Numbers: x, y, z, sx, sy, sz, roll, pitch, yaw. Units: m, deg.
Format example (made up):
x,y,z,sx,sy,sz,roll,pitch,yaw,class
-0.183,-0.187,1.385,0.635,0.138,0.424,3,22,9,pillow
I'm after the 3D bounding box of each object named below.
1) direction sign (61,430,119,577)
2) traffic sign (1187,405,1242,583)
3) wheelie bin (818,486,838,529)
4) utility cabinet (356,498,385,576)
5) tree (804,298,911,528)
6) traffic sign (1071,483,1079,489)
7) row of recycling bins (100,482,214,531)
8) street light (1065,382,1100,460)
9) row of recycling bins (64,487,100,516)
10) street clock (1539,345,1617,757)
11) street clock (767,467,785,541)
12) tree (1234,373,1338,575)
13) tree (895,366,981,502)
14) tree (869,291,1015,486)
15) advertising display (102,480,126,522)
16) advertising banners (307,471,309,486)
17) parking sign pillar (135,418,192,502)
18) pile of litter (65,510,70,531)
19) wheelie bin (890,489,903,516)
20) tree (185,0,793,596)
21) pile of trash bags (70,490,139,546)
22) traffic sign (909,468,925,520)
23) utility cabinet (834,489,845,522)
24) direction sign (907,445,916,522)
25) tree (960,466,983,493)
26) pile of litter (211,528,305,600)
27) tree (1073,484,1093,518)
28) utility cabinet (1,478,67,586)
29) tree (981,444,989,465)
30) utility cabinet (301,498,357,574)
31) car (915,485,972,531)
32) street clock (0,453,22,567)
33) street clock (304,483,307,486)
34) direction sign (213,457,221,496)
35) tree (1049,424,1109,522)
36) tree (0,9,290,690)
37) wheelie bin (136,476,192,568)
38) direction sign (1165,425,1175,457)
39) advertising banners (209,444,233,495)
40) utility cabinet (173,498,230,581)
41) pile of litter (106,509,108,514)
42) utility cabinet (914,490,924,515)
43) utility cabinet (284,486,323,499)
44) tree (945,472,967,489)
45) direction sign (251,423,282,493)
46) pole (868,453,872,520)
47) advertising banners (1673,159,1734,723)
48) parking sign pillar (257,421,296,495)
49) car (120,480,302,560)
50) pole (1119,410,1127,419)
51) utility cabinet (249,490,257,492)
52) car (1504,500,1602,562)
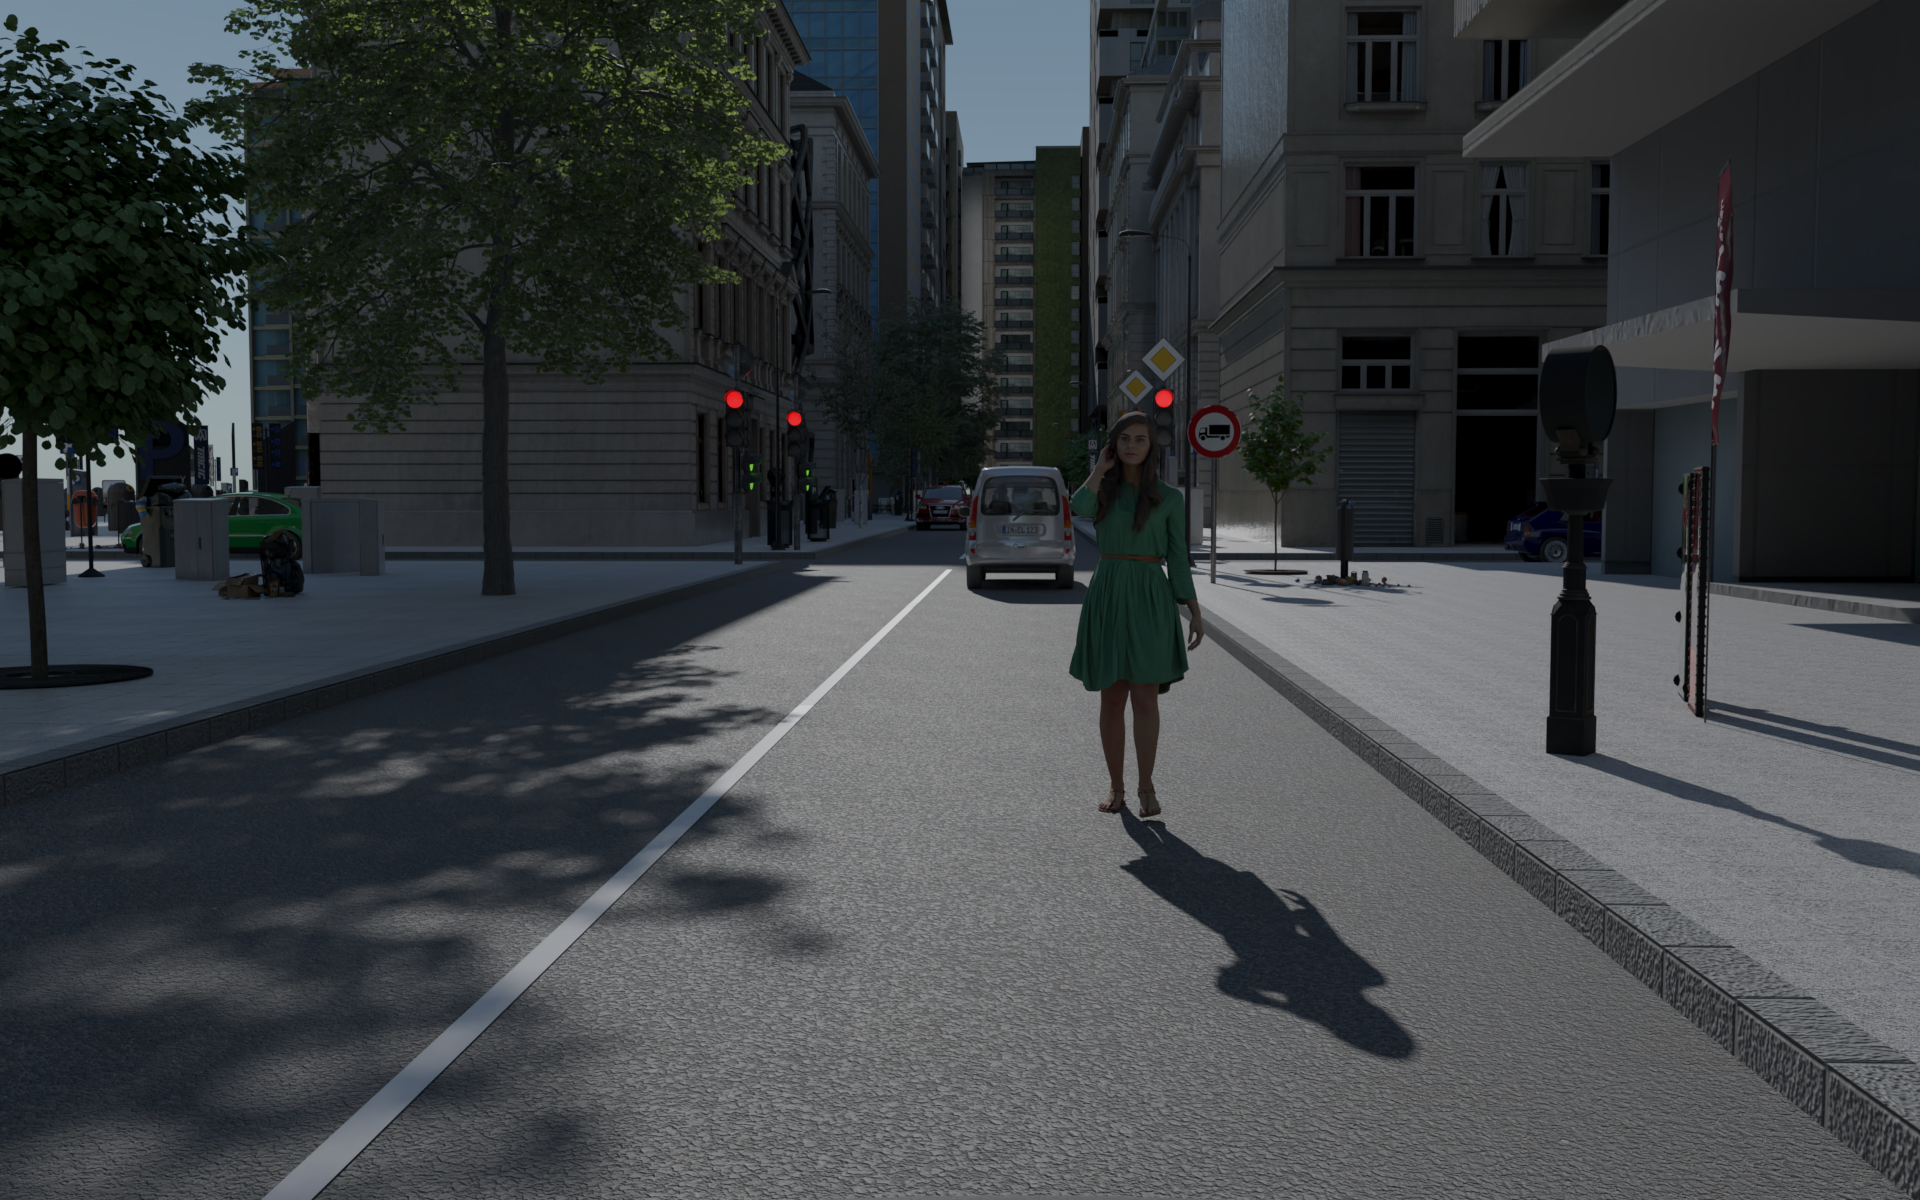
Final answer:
x,y,z,sx,sy,sz,roll,pitch,yaw,class
-13.445,-2.123,26.705,0.876,3.537,0.379,-1,4,-21,direction sign
3.642,-1.513,24.839,0.768,2.556,0.104,0,4,7,traffic sign
-4.923,-3.468,64.607,0.693,1.594,0.980,-1,4,-20,wheelie bin
-9.357,-1.005,27.598,0.306,1.237,1.020,-1,4,-13,utility cabinet
-3.710,-6.975,64.403,4.360,8.622,3.978,0,3,0,tree
6.837,-6.131,100.247,0.884,2.594,0.081,1,4,9,traffic sign
-28.381,-3.328,61.519,3.534,1.692,1.069,-3,5,-43,row of recycling bins
5.221,-6.059,71.606,1.470,5.913,1.316,0,4,2,street light
-51.142,-5.694,100.215,3.534,1.692,1.069,0,4,6,row of recycling bins
3.028,-0.242,8.524,0.358,2.002,0.471,3,4,38,street clock
-4.977,-2.588,46.886,0.471,2.002,0.358,-1,4,-14,street clock
5.212,-2.029,27.771,1.663,3.219,1.824,0,3,0,tree
-1.979,-9.203,100.837,4.737,8.622,4.395,0,3,0,tree
-1.632,-12.402,109.435,9.857,13.997,8.962,0,3,0,tree
-38.320,-4.481,78.479,0.974,1.923,0.123,-1,4,-21,advertising display
-41.758,-7.039,111.280,2.074,3.025,0.090,0,4,4,advertising banners
-21.021,-3.499,45.687,1.447,3.967,1.447,-2,4,-33,parking sign pillar
-31.622,-2.899,61.365,1.176,0.858,1.719,-2,4,-33,pile of litter
-3.740,-5.827,103.175,0.693,1.594,0.980,-2,4,-23,wheelie bin
-5.485,-6.329,21.605,7.486,12.596,7.792,0,3,0,tree
-20.438,-2.055,43.348,3.447,1.369,1.912,0,4,-5,pile of trash bags
-2.138,-5.155,84.287,0.884,2.594,0.081,0,4,6,traffic sign
-5.724,-4.277,78.609,0.318,1.500,1.173,2,4,35,utility cabinet
-2.257,-5.434,80.835,0.379,3.537,0.876,-2,4,-26,direction sign
1.572,-12.155,182.445,4.285,4.588,4.351,0,3,0,tree
-8.853,-0.478,21.784,1.176,0.858,1.719,0,4,4,pile of litter
6.651,-5.960,92.042,1.663,3.219,1.824,0,3,0,tree
-12.942,-0.950,24.208,0.318,1.500,1.173,0,4,-3,utility cabinet
1.047,-13.489,170.909,4.737,8.622,4.395,0,3,0,tree
-10.185,-1.043,28.207,0.306,1.237,1.020,3,4,38,utility cabinet
-0.607,-3.726,69.599,2.281,1.827,5.304,0,4,4,car
-16.830,-1.593,30.617,0.471,2.002,0.358,-3,4,-38,street clock
-41.631,-6.479,110.503,0.471,2.002,0.358,3,5,39,street clock
-45.212,-6.925,105.217,0.379,3.537,0.876,1,4,22,direction sign
6.452,-6.150,84.263,4.285,4.588,4.351,0,3,0,tree
-6.347,-1.728,11.971,4.285,4.588,4.351,0,3,0,tree
-13.923,-1.377,30.424,0.693,1.594,0.980,2,4,30,wheelie bin
6.748,-3.932,56.292,0.379,3.537,0.876,3,4,36,direction sign
-25.844,-3.932,60.480,0.090,3.025,2.074,-3,5,-44,advertising banners
-11.346,-0.901,25.892,1.020,1.237,0.306,2,4,35,utility cabinet
-54.571,-5.905,110.508,1.176,0.858,1.719,-1,4,-9,pile of litter
-2.438,-5.944,105.860,0.318,1.500,1.173,-2,4,-28,utility cabinet
-18.854,-2.516,49.817,1.173,1.500,0.318,1,4,21,utility cabinet
-0.415,-9.195,144.943,1.663,3.219,1.824,0,3,0,tree
-22.136,-3.874,55.338,0.876,3.537,0.379,-2,4,-24,direction sign
-4.424,-5.581,85.091,0.158,3.312,0.155,0,3,0,pole
4.335,-0.852,10.118,0.090,3.025,2.074,1,4,18,advertising banners
-24.897,-4.562,63.061,1.447,3.967,1.447,-2,4,-27,parking sign pillar
-15.232,-1.696,36.533,4.718,1.807,1.959,0,4,2,car
3.972,-2.962,42.265,0.158,3.312,0.155,0,3,0,pole
-38.977,-5.350,96.157,1.173,1.500,0.318,0,4,-4,utility cabinet
13.065,-1.359,34.795,3.894,1.354,1.945,0,4,3,car
